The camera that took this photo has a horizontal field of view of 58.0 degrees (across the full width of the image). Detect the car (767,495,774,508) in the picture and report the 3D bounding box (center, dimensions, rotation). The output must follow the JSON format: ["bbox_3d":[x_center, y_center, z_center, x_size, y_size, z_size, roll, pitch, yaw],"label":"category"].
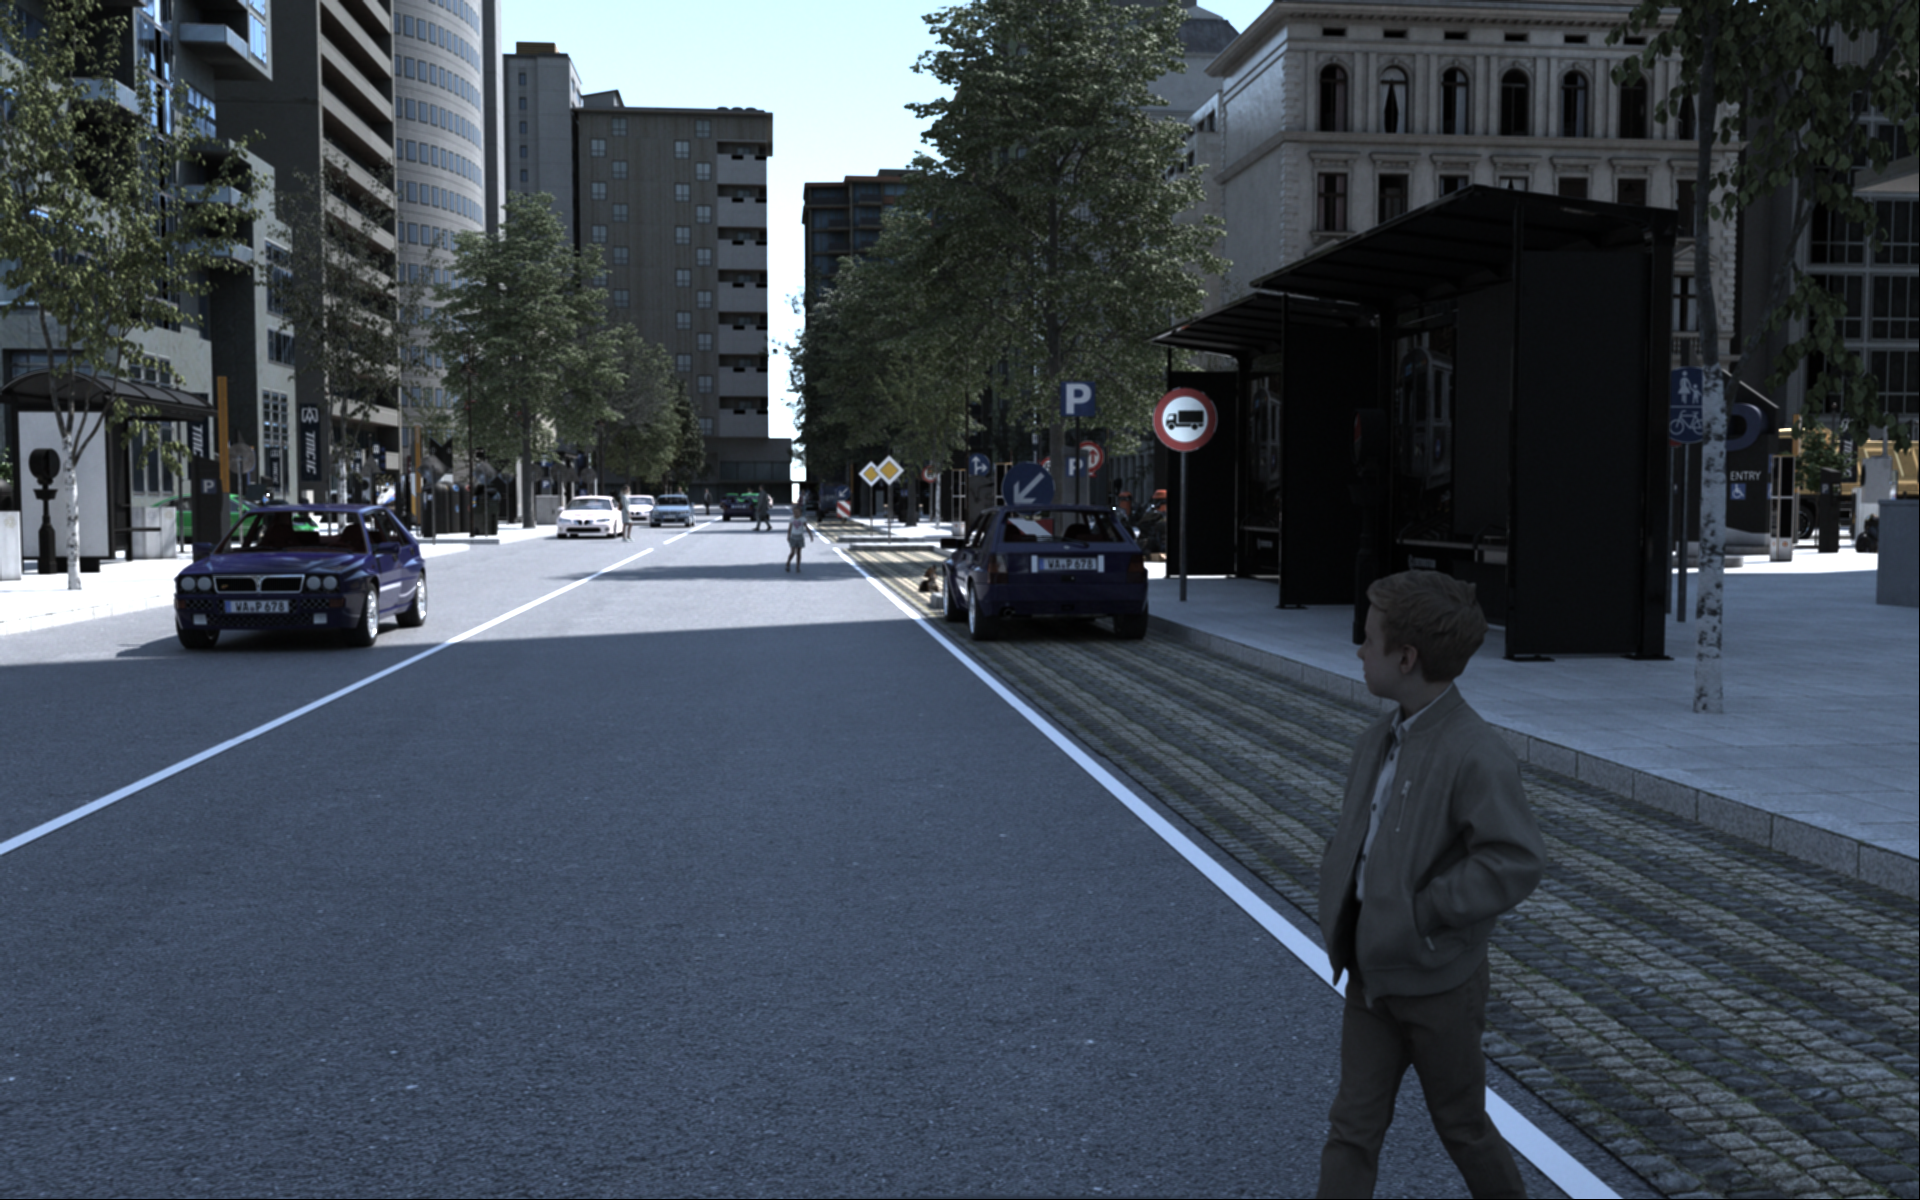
[{"bbox_3d":[-20.492,-10.291,180.611,2.083,1.381,4.827,0,4,-5],"label":"car"}]

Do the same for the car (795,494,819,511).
[{"bbox_3d":[-11.404,-7.380,130.454,2.009,1.686,4.222,0,4,-7],"label":"car"}]

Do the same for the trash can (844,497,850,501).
[{"bbox_3d":[-8.117,-6.822,123.188,0.748,1.137,0.748,0,3,0],"label":"trash can"}]

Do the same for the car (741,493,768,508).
[{"bbox_3d":[-13.054,-6.108,108.665,1.959,1.807,4.718,0,4,-5],"label":"car"}]

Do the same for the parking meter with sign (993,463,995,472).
[{"bbox_3d":[2.736,-6.100,95.988,1.738,3.016,0.543,-1,4,-17],"label":"parking meter with sign"}]

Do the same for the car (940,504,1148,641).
[{"bbox_3d":[0.810,-0.346,18.237,1.945,1.354,3.894,0,4,-6],"label":"car"}]

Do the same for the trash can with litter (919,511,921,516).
[{"bbox_3d":[-2.103,-6.342,114.745,2.233,1.210,1.678,-1,4,-18],"label":"trash can with litter"}]

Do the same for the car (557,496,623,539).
[{"bbox_3d":[-12.148,-2.744,57.226,2.083,1.381,4.827,0,4,-5],"label":"car"}]

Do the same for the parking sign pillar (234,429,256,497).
[{"bbox_3d":[-29.673,-5.107,71.978,1.447,3.967,1.447,0,4,-4],"label":"parking sign pillar"}]

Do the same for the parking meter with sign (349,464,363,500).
[{"bbox_3d":[-34.943,-6.384,100.634,0.543,3.016,1.738,-3,5,-42],"label":"parking meter with sign"}]

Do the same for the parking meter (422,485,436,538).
[{"bbox_3d":[-15.576,-2.593,50.808,0.372,1.533,0.369,0,3,0],"label":"parking meter"}]

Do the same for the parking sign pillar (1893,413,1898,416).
[{"bbox_3d":[31.500,-4.273,58.328,1.447,3.967,1.447,1,4,20],"label":"parking sign pillar"}]

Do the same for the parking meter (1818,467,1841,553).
[{"bbox_3d":[19.002,-1.965,37.832,0.255,1.863,0.399,-1,4,-15],"label":"parking meter"}]

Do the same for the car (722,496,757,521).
[{"bbox_3d":[-11.810,-4.921,93.036,1.945,1.354,3.894,0,4,-4],"label":"car"}]

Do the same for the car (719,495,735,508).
[{"bbox_3d":[-23.599,-10.046,176.828,1.945,1.354,3.894,0,4,-5],"label":"car"}]

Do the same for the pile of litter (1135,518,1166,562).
[{"bbox_3d":[3.966,-1.161,32.952,1.719,0.858,1.176,1,4,18],"label":"pile of litter"}]

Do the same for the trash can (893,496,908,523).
[{"bbox_3d":[-2.461,-4.030,77.546,0.748,1.137,0.748,0,3,0],"label":"trash can"}]

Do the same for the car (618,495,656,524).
[{"bbox_3d":[-15.282,-4.288,82.472,2.083,1.381,4.827,0,4,-6],"label":"car"}]

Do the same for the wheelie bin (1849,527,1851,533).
[{"bbox_3d":[29.538,-2.995,56.872,0.980,1.594,0.693,-3,5,-44],"label":"wheelie bin"}]

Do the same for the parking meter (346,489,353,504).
[{"bbox_3d":[-27.864,-4.331,79.215,0.372,1.533,0.369,0,3,0],"label":"parking meter"}]

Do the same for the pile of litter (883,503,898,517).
[{"bbox_3d":[-3.626,-4.933,94.620,1.176,0.858,1.719,0,4,-2],"label":"pile of litter"}]

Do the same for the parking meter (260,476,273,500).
[{"bbox_3d":[-22.135,-3.036,55.344,0.399,1.863,0.255,3,5,40],"label":"parking meter"}]

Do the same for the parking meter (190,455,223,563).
[{"bbox_3d":[-11.376,-1.252,26.178,0.399,1.863,0.255,-3,5,-42],"label":"parking meter"}]

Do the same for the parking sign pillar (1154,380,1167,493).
[{"bbox_3d":[5.004,-3.253,41.663,1.447,3.967,1.447,1,4,18],"label":"parking sign pillar"}]

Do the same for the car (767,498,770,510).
[{"bbox_3d":[-18.108,-8.785,155.638,2.014,1.417,4.499,0,4,-5],"label":"car"}]

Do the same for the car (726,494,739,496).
[{"bbox_3d":[-25.201,-11.179,191.572,1.959,1.807,4.718,0,4,-5],"label":"car"}]

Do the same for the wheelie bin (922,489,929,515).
[{"bbox_3d":[-1.981,-6.114,107.876,0.693,1.594,0.980,-2,4,-27],"label":"wheelie bin"}]

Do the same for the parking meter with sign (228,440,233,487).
[{"bbox_3d":[-24.382,-3.642,55.800,1.738,3.016,0.543,-3,5,-44],"label":"parking meter with sign"}]

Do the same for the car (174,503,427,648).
[{"bbox_3d":[-6.519,-0.294,17.381,1.945,1.354,3.894,0,4,-7],"label":"car"}]

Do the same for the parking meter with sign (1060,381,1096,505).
[{"bbox_3d":[1.866,-1.920,27.645,0.543,3.016,1.738,0,4,3],"label":"parking meter with sign"}]

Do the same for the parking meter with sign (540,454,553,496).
[{"bbox_3d":[-17.944,-4.818,75.039,0.543,3.016,1.738,-1,4,-10],"label":"parking meter with sign"}]

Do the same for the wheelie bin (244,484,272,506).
[{"bbox_3d":[-21.664,-2.787,53.480,0.980,1.594,0.693,1,4,16],"label":"wheelie bin"}]

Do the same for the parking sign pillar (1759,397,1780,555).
[{"bbox_3d":[16.723,-2.964,36.935,1.447,3.967,1.447,-2,4,-34],"label":"parking sign pillar"}]

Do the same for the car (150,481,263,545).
[{"bbox_3d":[-19.363,-2.250,45.591,4.718,1.807,1.959,0,4,-6],"label":"car"}]

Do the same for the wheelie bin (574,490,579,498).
[{"bbox_3d":[-26.300,-6.877,120.340,0.980,1.594,0.693,-2,4,-29],"label":"wheelie bin"}]

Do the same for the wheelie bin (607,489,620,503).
[{"bbox_3d":[-22.292,-6.345,111.648,0.693,1.594,0.980,1,4,13],"label":"wheelie bin"}]

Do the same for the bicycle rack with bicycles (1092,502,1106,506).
[{"bbox_3d":[5.870,-4.121,80.763,2.925,0.926,2.852,1,4,9],"label":"bicycle rack with bicycles"}]

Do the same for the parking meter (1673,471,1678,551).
[{"bbox_3d":[15.977,-2.025,38.821,0.399,1.863,0.255,1,4,20],"label":"parking meter"}]

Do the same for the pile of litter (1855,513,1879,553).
[{"bbox_3d":[20.358,-1.471,38.021,1.719,0.858,1.176,-2,4,-29],"label":"pile of litter"}]

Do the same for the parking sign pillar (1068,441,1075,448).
[{"bbox_3d":[5.702,-6.027,87.012,1.447,3.967,1.447,-2,4,-28],"label":"parking sign pillar"}]

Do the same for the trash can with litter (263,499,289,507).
[{"bbox_3d":[-14.477,-1.541,36.586,0.624,1.170,1.055,0,4,-5],"label":"trash can with litter"}]

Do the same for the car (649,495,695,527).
[{"bbox_3d":[-12.606,-3.916,76.027,2.014,1.417,4.499,0,4,-5],"label":"car"}]

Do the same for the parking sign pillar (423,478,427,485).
[{"bbox_3d":[-38.018,-8.233,123.081,1.447,3.967,1.447,0,4,4],"label":"parking sign pillar"}]

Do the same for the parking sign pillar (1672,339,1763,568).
[{"bbox_3d":[13.101,-2.575,30.571,1.447,3.967,1.447,3,5,40],"label":"parking sign pillar"}]

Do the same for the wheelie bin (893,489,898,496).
[{"bbox_3d":[-4.369,-6.602,115.846,0.693,1.594,0.980,0,4,6],"label":"wheelie bin"}]

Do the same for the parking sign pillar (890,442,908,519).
[{"bbox_3d":[-2.873,-6.162,89.225,1.447,3.967,1.447,0,4,-2],"label":"parking sign pillar"}]

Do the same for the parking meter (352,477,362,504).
[{"bbox_3d":[-20.277,-3.217,58.305,0.255,1.863,0.399,-2,4,-29],"label":"parking meter"}]

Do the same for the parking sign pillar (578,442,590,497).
[{"bbox_3d":[-18.123,-5.814,83.536,1.447,3.967,1.447,0,4,-7],"label":"parking sign pillar"}]

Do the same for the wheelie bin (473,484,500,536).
[{"bbox_3d":[-14.682,-2.803,53.744,0.693,1.594,0.980,2,4,34],"label":"wheelie bin"}]

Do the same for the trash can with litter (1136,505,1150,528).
[{"bbox_3d":[6.948,-3.140,62.721,1.055,1.170,0.624,-2,4,-27],"label":"trash can with litter"}]

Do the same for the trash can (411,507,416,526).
[{"bbox_3d":[-22.075,-3.571,70.047,0.748,1.137,0.748,0,3,0],"label":"trash can"}]
